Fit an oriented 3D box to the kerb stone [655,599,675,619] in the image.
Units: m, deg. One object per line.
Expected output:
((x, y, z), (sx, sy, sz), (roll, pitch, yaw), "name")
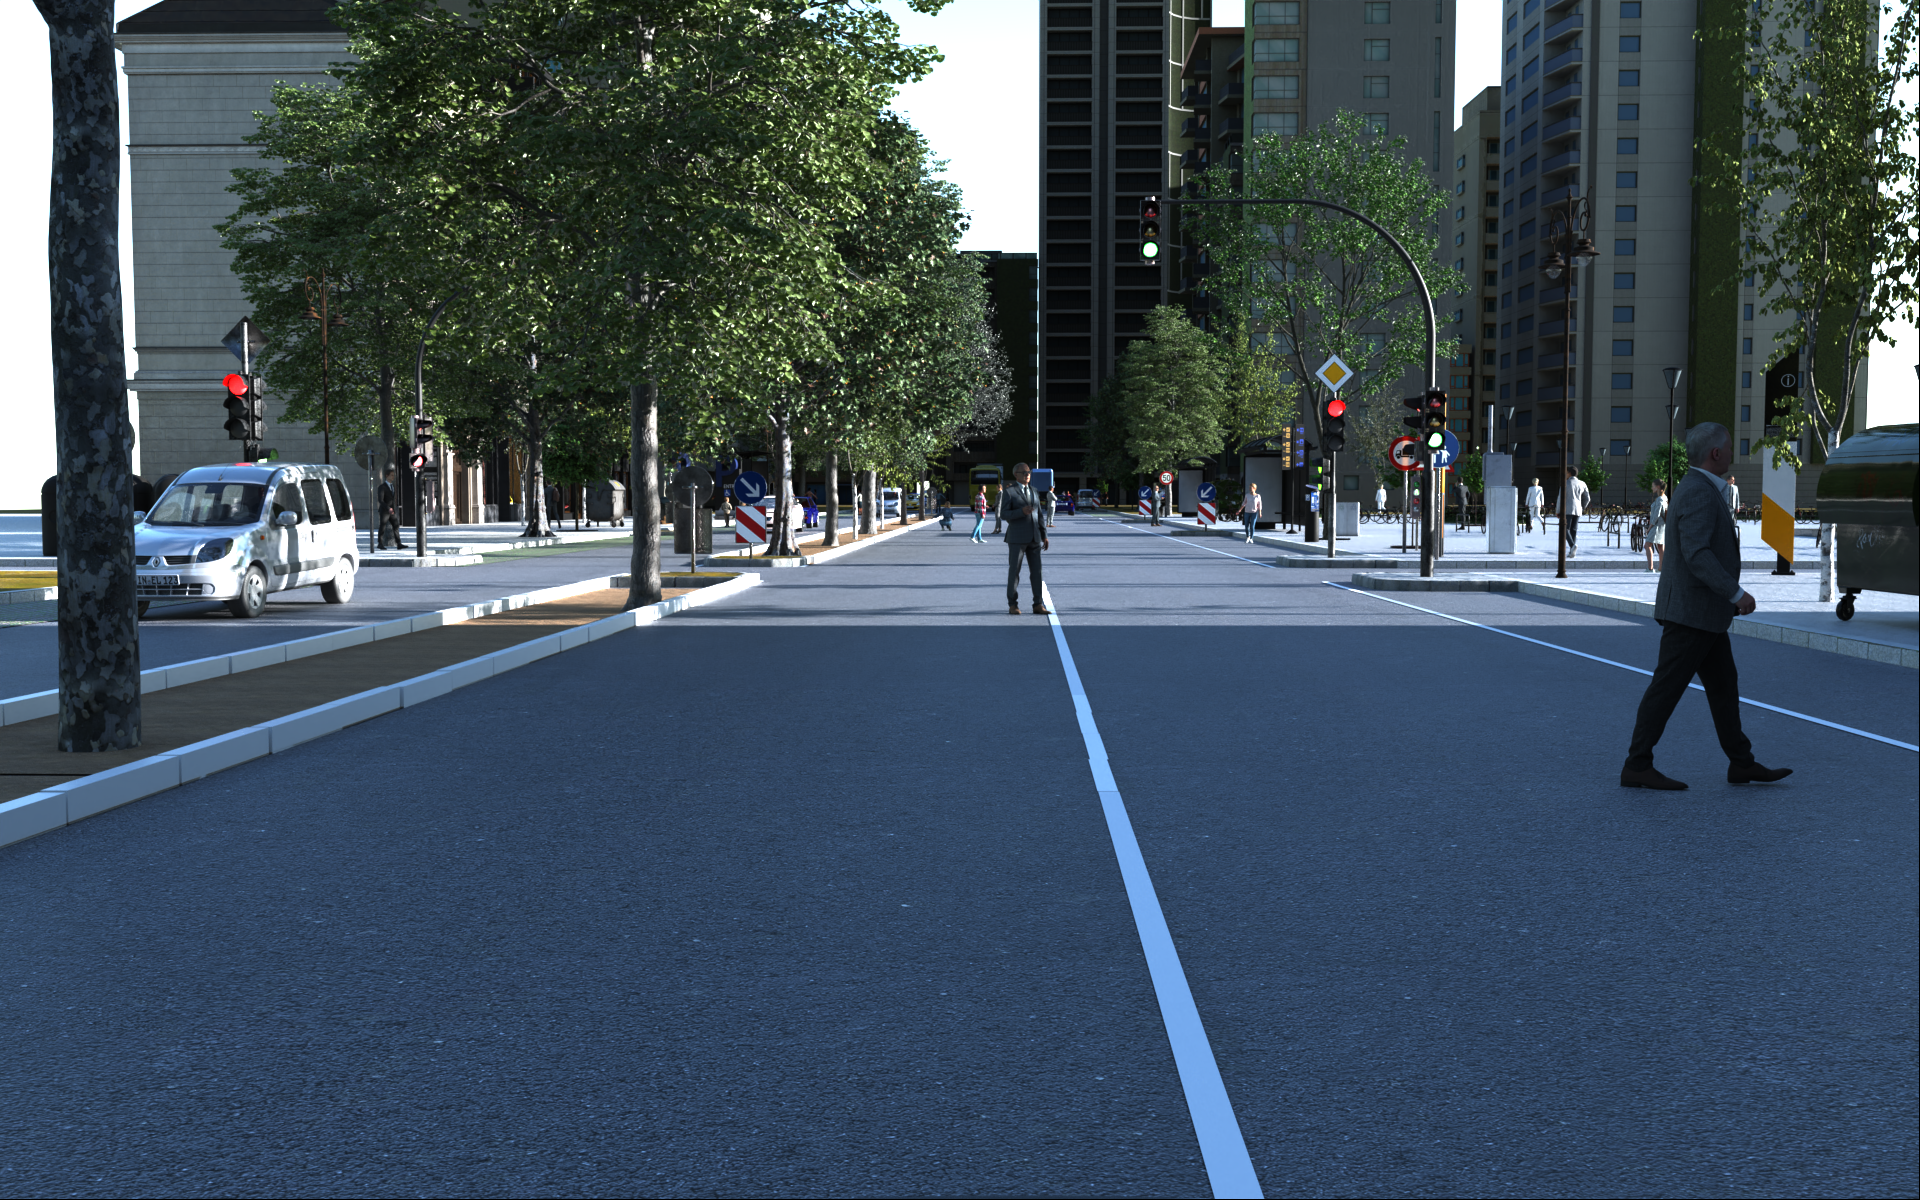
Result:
((-3.524, 0.119, 20.284), (0.120, 0.150, 1.000), (0, 4, 2), "kerb stone")

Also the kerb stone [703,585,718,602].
((-3.436, -0.071, 23.349), (0.120, 0.150, 1.000), (0, 4, 2), "kerb stone")

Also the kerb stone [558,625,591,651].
((-3.656, 0.367, 16.187), (0.120, 0.150, 1.000), (0, 4, 2), "kerb stone")

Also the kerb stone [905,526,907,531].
((-2.172, -2.612, 64.941), (0.120, 0.150, 1.000), (0, 4, 2), "kerb stone")

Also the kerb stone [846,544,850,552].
((-2.858, -1.233, 42.388), (0.120, 0.150, 1.000), (0, 4, 2), "kerb stone")

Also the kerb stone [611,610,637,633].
((-3.596, 0.244, 18.233), (0.120, 0.150, 1.000), (0, 4, 2), "kerb stone")

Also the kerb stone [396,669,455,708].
((-3.768, 0.624, 12.095), (0.120, 0.150, 1.000), (0, 4, 2), "kerb stone")

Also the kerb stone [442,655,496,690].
((-3.744, 0.556, 13.118), (0.120, 0.150, 1.000), (0, 4, 2), "kerb stone")

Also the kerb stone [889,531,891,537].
((-2.424, -2.113, 56.745), (0.120, 0.150, 1.000), (0, 4, 2), "kerb stone")

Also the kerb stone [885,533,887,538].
((-2.481, -1.984, 54.693), (0.120, 0.150, 1.000), (0, 4, 2), "kerb stone")

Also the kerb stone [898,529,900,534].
((-2.286, -2.361, 60.842), (0.120, 0.150, 1.000), (0, 4, 2), "kerb stone")

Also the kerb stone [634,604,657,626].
((-3.563, 0.179, 19.263), (0.120, 0.150, 1.000), (0, 4, 2), "kerb stone")

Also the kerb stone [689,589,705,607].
((-3.464, -0.007, 22.327), (0.120, 0.150, 1.000), (0, 4, 2), "kerb stone")

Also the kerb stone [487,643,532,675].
((-3.715, 0.493, 14.140), (0.120, 0.150, 1.000), (0, 4, 2), "kerb stone")

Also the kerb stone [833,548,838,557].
((-2.944, -1.047, 39.310), (0.120, 0.150, 1.000), (0, 4, 2), "kerb stone")

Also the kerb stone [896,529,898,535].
((-2.328, -2.300, 59.817), (0.120, 0.150, 1.000), (0, 4, 2), "kerb stone")

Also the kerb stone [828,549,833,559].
((-2.978, -0.982, 38.288), (0.120, 0.150, 1.000), (0, 4, 2), "kerb stone")

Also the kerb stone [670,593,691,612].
((-3.497, 0.054, 21.306), (0.120, 0.150, 1.000), (0, 4, 2), "kerb stone")

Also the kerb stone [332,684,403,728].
((-3.816, 0.682, 11.069), (0.120, 0.150, 1.000), (0, 4, 2), "kerb stone")

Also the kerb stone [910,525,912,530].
((-2.070, -2.804, 68.033), (0.120, 0.150, 1.000), (0, 4, 2), "kerb stone")

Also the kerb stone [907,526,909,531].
((-2.130, -2.677, 65.974), (0.120, 0.150, 1.000), (0, 4, 2), "kerb stone")

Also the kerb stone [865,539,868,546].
((-2.694, -1.536, 47.505), (0.120, 0.150, 1.000), (0, 4, 2), "kerb stone")

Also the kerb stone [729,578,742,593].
((-3.368, -0.189, 25.399), (0.120, 0.150, 1.000), (0, 4, 2), "kerb stone")

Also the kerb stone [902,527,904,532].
((-2.229, -2.489, 62.897), (0.120, 0.150, 1.000), (0, 4, 2), "kerb stone")

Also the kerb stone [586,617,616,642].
((-3.621, 0.307, 17.212), (0.120, 0.150, 1.000), (0, 4, 2), "kerb stone")

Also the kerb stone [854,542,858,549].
((-2.798, -1.360, 44.439), (0.120, 0.150, 1.000), (0, 4, 2), "kerb stone")

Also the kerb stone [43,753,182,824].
((-3.908, 0.869, 8.001), (0.120, 0.150, 1.000), (0, 4, 2), "kerb stone")

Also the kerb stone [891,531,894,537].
((-2.386, -2.176, 57.766), (0.120, 0.150, 1.000), (0, 4, 2), "kerb stone")

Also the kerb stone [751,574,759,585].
((-3.316, -0.321, 27.448), (0.120, 0.150, 1.000), (0, 4, 2), "kerb stone")

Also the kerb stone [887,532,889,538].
((-2.454, -2.041, 55.715), (0.120, 0.150, 1.000), (0, 4, 2), "kerb stone")

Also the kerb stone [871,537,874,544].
((-2.637, -1.673, 49.553), (0.120, 0.150, 1.000), (0, 4, 2), "kerb stone")

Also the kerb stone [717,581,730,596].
((-3.407, -0.129, 24.371), (0.120, 0.150, 1.000), (0, 4, 2), "kerb stone")

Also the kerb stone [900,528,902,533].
((-2.262, -2.423, 61.864), (0.120, 0.150, 1.000), (0, 4, 2), "kerb stone")

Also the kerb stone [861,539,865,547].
((-2.732, -1.485, 46.483), (0.120, 0.150, 1.000), (0, 4, 2), "kerb stone")

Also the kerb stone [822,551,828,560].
((-3.016, -0.922, 37.265), (0.120, 0.150, 1.000), (0, 4, 2), "kerb stone")

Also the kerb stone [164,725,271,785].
((-3.876, 0.806, 9.024), (0.120, 0.150, 1.000), (0, 4, 2), "kerb stone")

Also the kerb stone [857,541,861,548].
((-2.765, -1.423, 45.461), (0.120, 0.150, 1.000), (0, 4, 2), "kerb stone")

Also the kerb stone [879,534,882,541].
((-2.540, -1.862, 52.637), (0.120, 0.150, 1.000), (0, 4, 2), "kerb stone")

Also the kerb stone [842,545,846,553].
((-2.882, -1.172, 41.359), (0.120, 0.150, 1.000), (0, 4, 2), "kerb stone")

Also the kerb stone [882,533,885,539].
((-2.512, -1.921, 53.663), (0.120, 0.150, 1.000), (0, 4, 2), "kerb stone")

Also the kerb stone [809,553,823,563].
((-3.040, -0.858, 36.242), (0.120, 0.150, 1.000), (0, 4, 2), "kerb stone")

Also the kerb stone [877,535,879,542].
((-2.573, -1.799, 51.616), (0.120, 0.150, 1.000), (0, 4, 2), "kerb stone")

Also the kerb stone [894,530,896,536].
((-2.346, -2.236, 58.792), (0.120, 0.150, 1.000), (0, 4, 2), "kerb stone")

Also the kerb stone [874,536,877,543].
((-2.611, -1.735, 50.583), (0.120, 0.150, 1.000), (0, 4, 2), "kerb stone")

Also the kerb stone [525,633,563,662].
((-3.692, 0.430, 15.162), (0.120, 0.150, 1.000), (0, 4, 2), "kerb stone")

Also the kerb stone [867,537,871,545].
((-2.668, -1.610, 48.527), (0.120, 0.150, 1.000), (0, 4, 2), "kerb stone")

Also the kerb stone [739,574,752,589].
((-3.341, -0.259, 26.426), (0.120, 0.150, 1.000), (0, 4, 2), "kerb stone")

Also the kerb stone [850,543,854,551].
((-2.823, -1.298, 43.417), (0.120, 0.150, 1.000), (0, 4, 2), "kerb stone")

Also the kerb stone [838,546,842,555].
((-2.905, -1.109, 40.331), (0.120, 0.150, 1.000), (0, 4, 2), "kerb stone")

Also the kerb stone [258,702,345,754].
((-3.836, 0.743, 10.047), (0.120, 0.150, 1.000), (0, 4, 2), "kerb stone")
